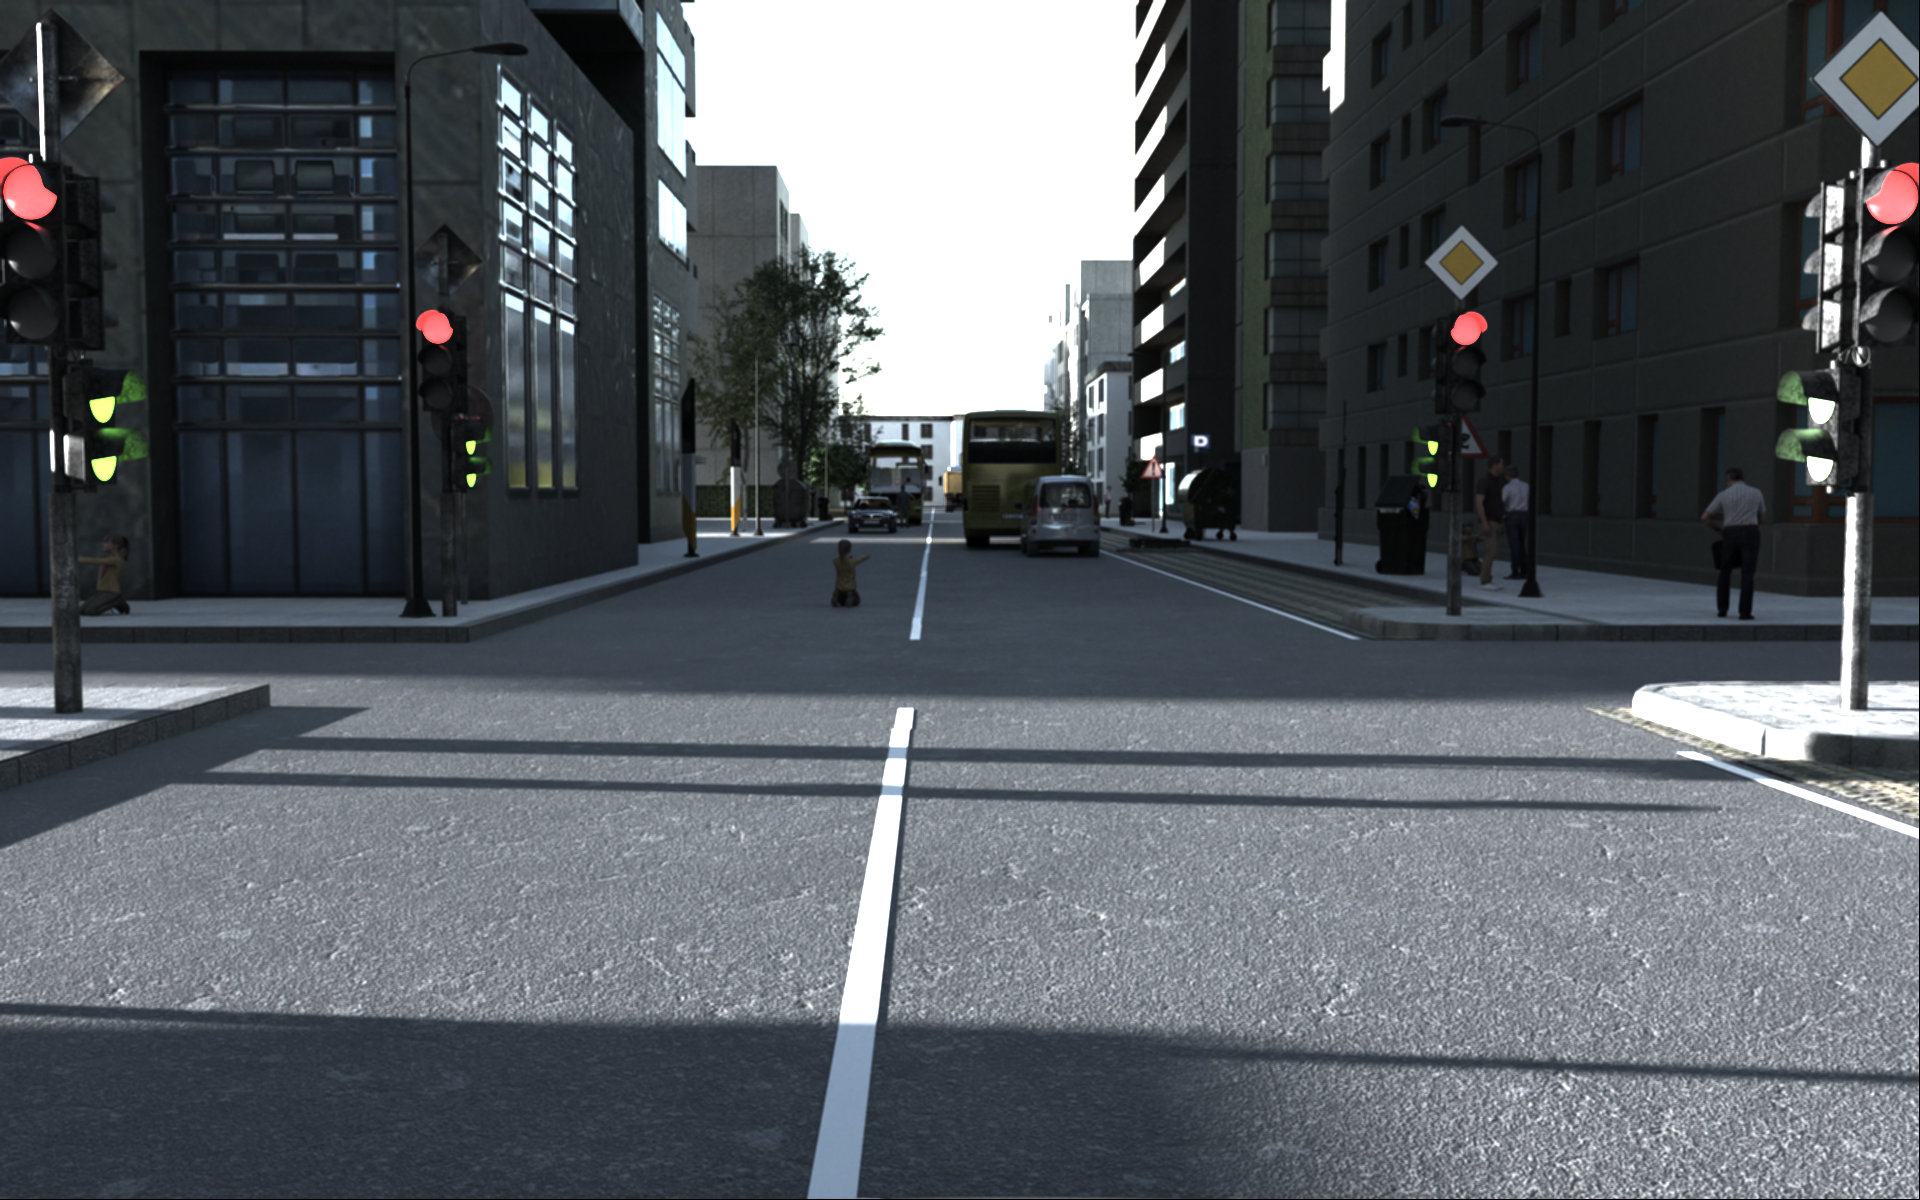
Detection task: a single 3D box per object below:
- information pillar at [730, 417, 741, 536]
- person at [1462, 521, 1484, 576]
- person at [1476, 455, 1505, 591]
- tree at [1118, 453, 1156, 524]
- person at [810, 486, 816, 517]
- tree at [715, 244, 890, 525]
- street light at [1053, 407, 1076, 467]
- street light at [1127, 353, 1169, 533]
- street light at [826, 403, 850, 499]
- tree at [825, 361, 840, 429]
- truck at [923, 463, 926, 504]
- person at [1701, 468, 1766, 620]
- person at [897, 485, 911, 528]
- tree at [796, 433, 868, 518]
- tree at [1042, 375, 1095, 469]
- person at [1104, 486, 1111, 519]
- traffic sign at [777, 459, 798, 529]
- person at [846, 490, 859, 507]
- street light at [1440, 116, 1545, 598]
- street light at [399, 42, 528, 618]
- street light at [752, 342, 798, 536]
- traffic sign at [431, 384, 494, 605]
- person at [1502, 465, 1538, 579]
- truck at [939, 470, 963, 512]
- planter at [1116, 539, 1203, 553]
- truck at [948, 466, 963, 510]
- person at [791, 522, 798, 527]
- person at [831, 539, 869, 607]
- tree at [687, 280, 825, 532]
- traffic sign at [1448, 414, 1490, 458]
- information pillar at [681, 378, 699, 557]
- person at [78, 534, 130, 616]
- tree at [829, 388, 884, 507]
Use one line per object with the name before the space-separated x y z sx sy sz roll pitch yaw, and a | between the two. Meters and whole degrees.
information pillar | -6.831 -3.756 52.757 0.183 3.616 0.504 1 4 21
person | 8.114 -0.814 27.277 0.347 0.859 0.695 -1 4 -18
person | 7.148 -1.043 23.231 0.598 1.807 0.434 -3 5 -41
tree | 7.347 -4.862 74.095 1.663 3.219 1.824 0 3 0
person | -8.281 -5.604 98.477 0.445 1.727 0.742 -3 5 -39
tree | -6.531 -8.922 71.632 9.928 11.665 9.643 0 3 0
street light | 5.645 -7.355 92.789 1.470 5.913 1.316 0 4 -1
street light | 6.194 -5.166 57.006 1.470 5.913 1.316 0 4 -1
street light | -6.256 -7.083 88.340 1.470 5.913 1.316 0 4 -1
tree | -7.718 -8.193 84.314 4.737 8.622 4.395 0 3 0
truck | -4.555 -10.245 156.417 2.839 4.237 11.283 0 4 -2
person | 7.981 -0.590 17.897 0.614 1.554 0.590 1 4 19
person | -2.397 -4.000 74.032 0.598 1.807 0.434 1 4 9
tree | -7.216 -6.637 92.228 4.285 4.588 4.351 0 3 0
tree | 6.372 -9.636 107.914 4.360 8.622 3.978 0 3 0
person | 7.798 -5.132 90.883 0.436 1.711 0.756 2 4 33
traffic sign | -6.292 -3.856 63.147 0.768 2.556 0.104 1 4 9
person | -9.618 -9.121 155.178 1.348 1.823 0.705 -1 4 -17
street light | 6.595 -2.992 21.458 1.470 5.913 1.316 0 4 -1
street light | -5.134 -2.777 17.942 1.470 5.913 1.316 0 4 -1
street light | -5.656 -4.925 53.067 1.470 5.913 1.316 0 4 -1
traffic sign | -5.759 -1.219 20.036 0.768 2.556 0.104 1 4 9
person | 8.322 -1.167 26.067 0.756 1.711 0.436 -1 4 -16
truck | 0.024 -8.850 140.625 3.469 3.379 9.791 0 4 -1
planter | 4.901 -1.336 42.982 1.991 0.319 1.994 0 4 -1
truck | 0.230 -10.451 160.626 2.967 4.110 18.799 0 4 -2
person | -6.355 -3.633 66.912 0.415 1.643 0.593 -3 5 -42
person | -1.420 -0.352 22.182 0.347 0.859 0.695 1 4 15
tree | -7.597 -6.640 58.930 4.737 8.622 4.395 0 3 0
traffic sign | 7.412 -1.576 25.764 0.884 2.594 0.081 0 4 1
information pillar | -5.519 -2.686 35.270 0.183 3.616 0.504 -2 4 -35
person | -9.139 -0.265 18.307 0.695 0.859 0.347 -3 5 -44
tree | -7.375 -10.417 120.679 4.360 8.622 3.978 0 3 0
